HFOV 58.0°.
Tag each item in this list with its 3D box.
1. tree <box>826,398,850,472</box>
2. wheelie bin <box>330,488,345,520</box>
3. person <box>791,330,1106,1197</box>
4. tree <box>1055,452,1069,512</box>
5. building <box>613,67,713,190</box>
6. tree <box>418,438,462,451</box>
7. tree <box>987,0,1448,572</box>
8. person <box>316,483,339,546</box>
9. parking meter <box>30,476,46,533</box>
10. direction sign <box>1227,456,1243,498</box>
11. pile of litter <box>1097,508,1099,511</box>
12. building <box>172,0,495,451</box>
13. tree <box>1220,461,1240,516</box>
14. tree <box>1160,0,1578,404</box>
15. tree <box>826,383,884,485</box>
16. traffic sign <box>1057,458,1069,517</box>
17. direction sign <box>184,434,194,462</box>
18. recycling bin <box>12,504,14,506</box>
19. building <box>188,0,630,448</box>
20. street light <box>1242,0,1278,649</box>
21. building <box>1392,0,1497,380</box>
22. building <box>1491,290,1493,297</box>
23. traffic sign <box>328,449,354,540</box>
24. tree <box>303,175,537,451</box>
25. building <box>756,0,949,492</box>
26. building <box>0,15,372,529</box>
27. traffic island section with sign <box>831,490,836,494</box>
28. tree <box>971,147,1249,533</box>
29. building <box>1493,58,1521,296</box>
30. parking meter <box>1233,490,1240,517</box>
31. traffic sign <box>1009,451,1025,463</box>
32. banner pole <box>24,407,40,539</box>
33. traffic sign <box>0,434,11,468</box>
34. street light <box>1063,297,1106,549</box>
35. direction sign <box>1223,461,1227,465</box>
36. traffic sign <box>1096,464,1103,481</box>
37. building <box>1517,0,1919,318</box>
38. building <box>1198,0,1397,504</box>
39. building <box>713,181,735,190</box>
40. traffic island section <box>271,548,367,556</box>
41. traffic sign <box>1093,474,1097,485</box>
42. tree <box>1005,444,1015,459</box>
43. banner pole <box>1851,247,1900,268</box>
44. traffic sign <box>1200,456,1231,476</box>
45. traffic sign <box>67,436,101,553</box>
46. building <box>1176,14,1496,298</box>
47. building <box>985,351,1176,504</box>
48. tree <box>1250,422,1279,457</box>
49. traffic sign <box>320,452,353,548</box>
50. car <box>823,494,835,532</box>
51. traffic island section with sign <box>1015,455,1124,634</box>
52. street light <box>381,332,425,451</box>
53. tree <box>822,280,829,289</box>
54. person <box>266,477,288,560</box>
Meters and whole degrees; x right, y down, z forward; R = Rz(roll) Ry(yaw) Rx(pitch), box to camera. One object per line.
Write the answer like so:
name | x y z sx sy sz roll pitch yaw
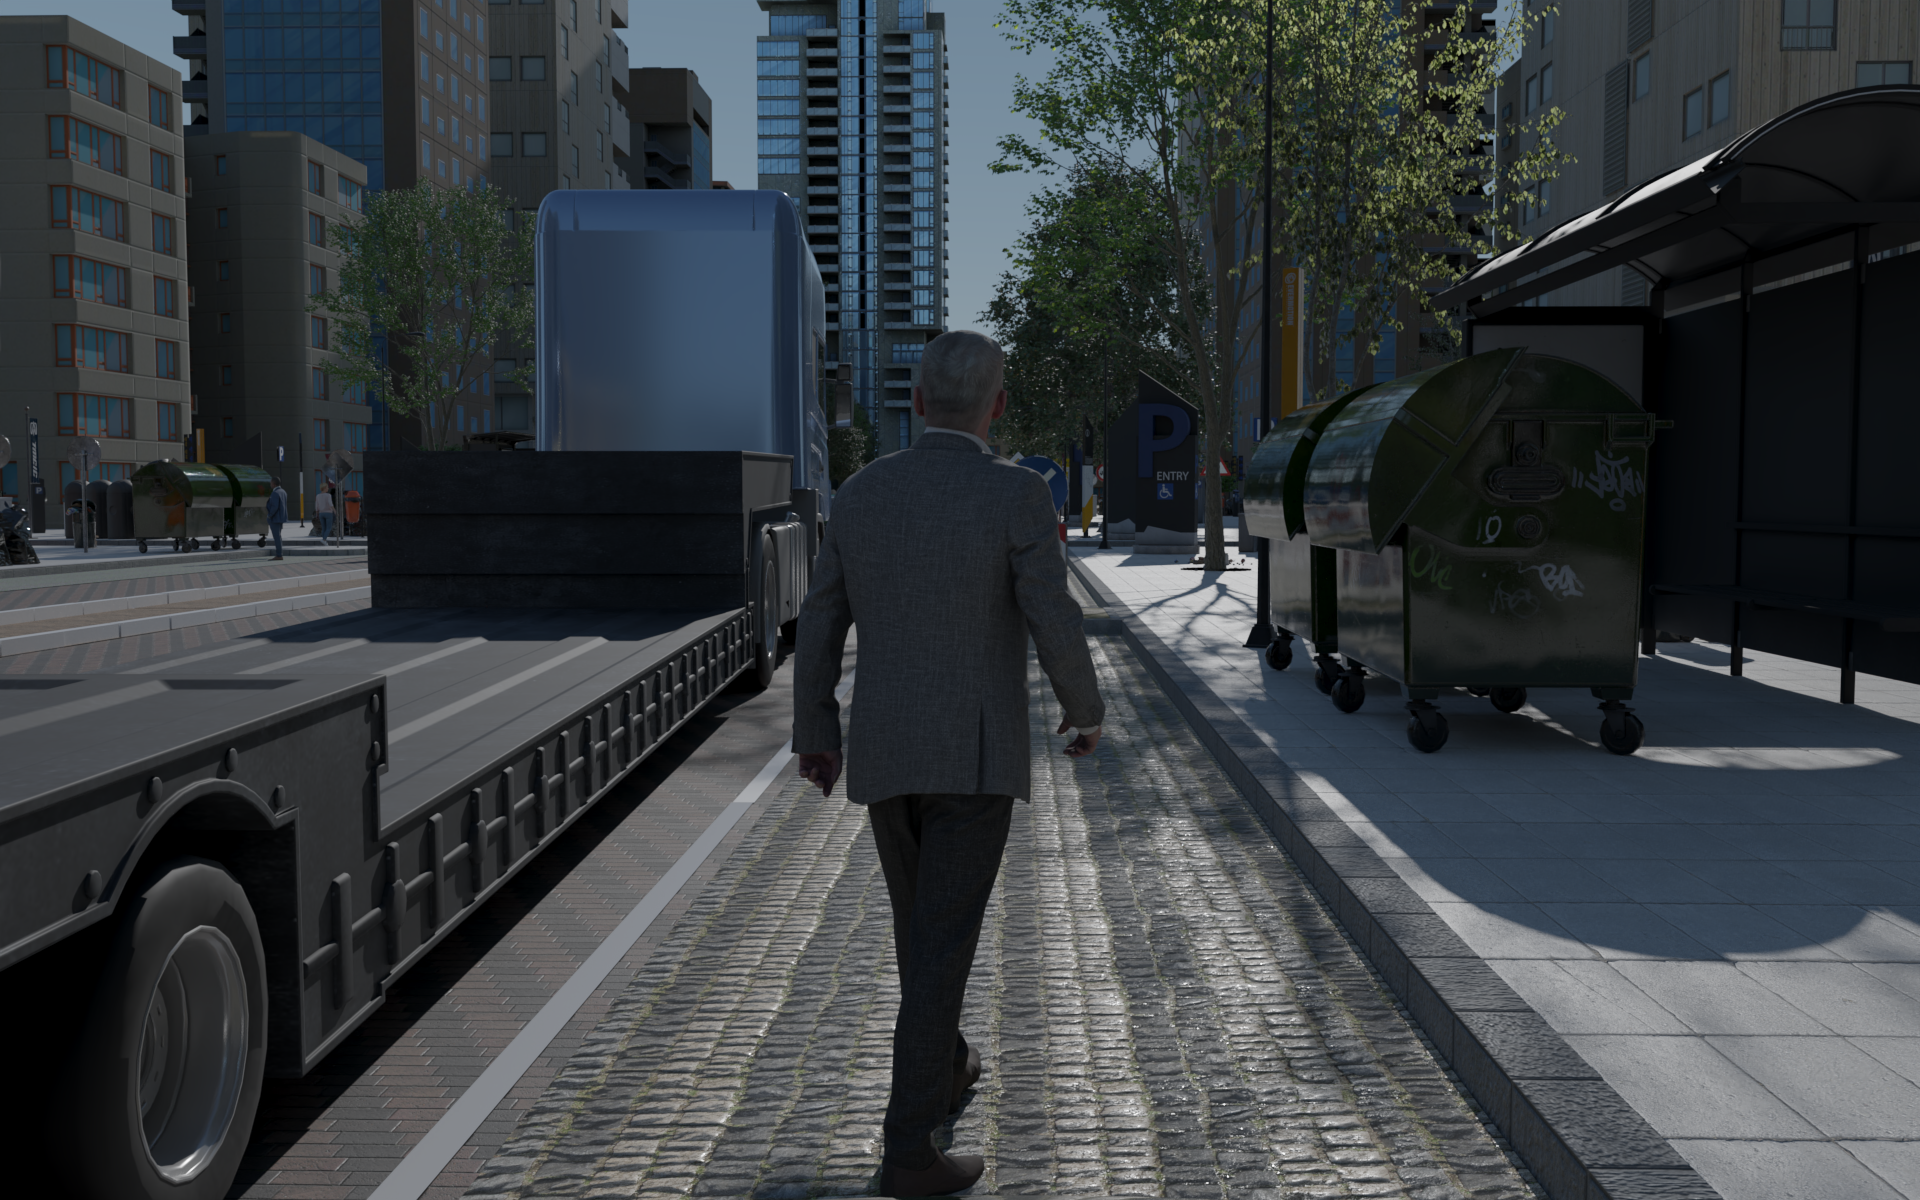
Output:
tree | -13.562 -13.525 155.545 8.767 10.594 7.601 1 4 11
wheelie bin | -30.359 -4.690 84.593 0.693 1.594 0.980 3 4 38
person | -0.004 0.313 3.775 0.661 1.777 0.834 1 4 20
tree | 5.656 -8.725 93.016 4.737 8.622 4.395 0 3 0
building | -33.835 -32.394 179.749 14.200 45.320 14.600 0 4 2
tree | -28.934 -6.910 96.693 4.285 4.588 4.351 0 3 0
tree | 4.290 -6.304 28.829 9.928 11.665 9.643 0 3 0
person | -17.159 -2.306 46.871 0.731 1.740 0.598 0 4 4
parking meter | -30.118 -3.113 56.604 0.255 1.863 0.399 3 5 44
direction sign | 16.342 -6.731 102.051 0.379 3.537 0.876 -3 4 -37
pile of litter | 9.966 -6.599 121.861 1.719 0.858 1.176 -1 4 -11
building | -37.757 -27.895 106.197 14.600 45.320 14.200 0 4 2
tree | 15.234 -6.476 100.480 1.663 3.219 1.824 0 3 0
tree | 4.198 -4.173 18.587 4.360 8.622 3.978 0 3 0
tree | -13.384 -15.369 168.287 9.611 12.733 9.660 0 3 0
traffic sign | 6.086 -6.275 96.476 2.265 3.308 0.079 0 4 6
direction sign | -29.089 -4.489 65.385 0.379 3.537 0.876 -3 5 -43
recycling bin | -23.389 -1.800 41.991 0.722 1.027 0.722 -1 4 -17
building | -41.969 -33.570 138.107 28.713 52.752 27.495 0 4 2
street light | 2.006 -2.559 14.386 1.470 5.913 1.316 0 4 2
building | 26.509 -28.456 115.368 14.600 45.320 14.200 0 4 2
building | 65.015 -27.822 226.585 14.107 30.474 14.160 0 4 2
traffic sign | -17.387 -2.968 48.641 0.768 2.556 0.104 0 4 7
tree | -16.792 -7.937 55.532 9.928 11.665 9.643 0 3 0
building | -14.538 -56.176 231.142 31.000 86.520 22.319 0 4 2
building | -45.501 -14.227 77.657 27.650 21.520 28.899 0 4 2
traffic island section with sign | -11.064 -8.704 150.939 1.989 1.847 2.006 0 4 2
tree | 4.936 -8.591 57.475 9.611 12.733 9.660 0 3 0
building | 66.700 -33.578 172.698 21.600 48.544 21.300 0 4 2
parking meter | 15.536 -5.443 97.404 0.372 1.533 0.369 0 3 0
traffic sign | 1.368 -2.265 40.669 0.795 2.450 0.064 0 4 2
banner pole | -26.701 -3.660 49.859 0.401 3.779 0.863 0 4 -3
traffic sign | -19.965 -2.182 35.785 0.768 2.556 0.104 0 4 5
street light | 2.833 -4.137 40.188 1.470 5.913 1.316 0 4 2
direction sign | 18.287 -7.678 117.537 0.876 3.537 0.379 0 4 -6
traffic sign | 5.982 -4.356 71.330 0.768 2.556 0.104 0 4 5
building | 40.894 -29.626 73.623 27.495 52.752 28.713 0 4 2
building | 28.349 -30.563 149.819 14.600 45.320 14.200 0 4 2
building | -44.580 -35.451 234.255 28.867 44.769 22.147 0 4 2
traffic island section | -14.842 -1.161 41.259 2.009 0.180 2.903 0 4 2
traffic sign | 8.096 -6.543 107.084 0.768 2.556 0.104 0 4 4
tree | 9.475 -17.995 200.868 9.857 13.997 8.962 0 3 0
banner pole | 7.044 -1.427 13.354 0.863 3.779 0.401 -2 4 -34
traffic sign | 7.346 -3.049 49.862 0.884 2.594 0.081 0 4 4
traffic sign | -19.124 -2.306 37.817 0.768 2.556 0.104 0 4 3
building | 35.960 -35.546 170.421 28.713 52.752 27.495 0 4 2
building | 16.033 -23.836 234.751 28.899 21.520 27.650 0 4 2
tree | 13.617 -5.389 71.822 4.285 4.588 4.351 0 3 0
traffic sign | -14.818 -2.297 41.197 0.795 2.450 0.064 0 4 2
car | -4.270 -3.232 64.648 2.131 1.459 4.920 0 4 0
traffic island section with sign | 0.704 -0.607 18.555 1.989 1.847 2.006 0 4 2
street light | -16.010 -4.722 49.753 1.470 5.913 1.316 0 4 2
tree | -16.076 -16.506 125.768 12.611 20.169 13.585 0 3 0
person | -14.676 -1.746 37.234 0.419 1.800 0.721 -1 4 -9
